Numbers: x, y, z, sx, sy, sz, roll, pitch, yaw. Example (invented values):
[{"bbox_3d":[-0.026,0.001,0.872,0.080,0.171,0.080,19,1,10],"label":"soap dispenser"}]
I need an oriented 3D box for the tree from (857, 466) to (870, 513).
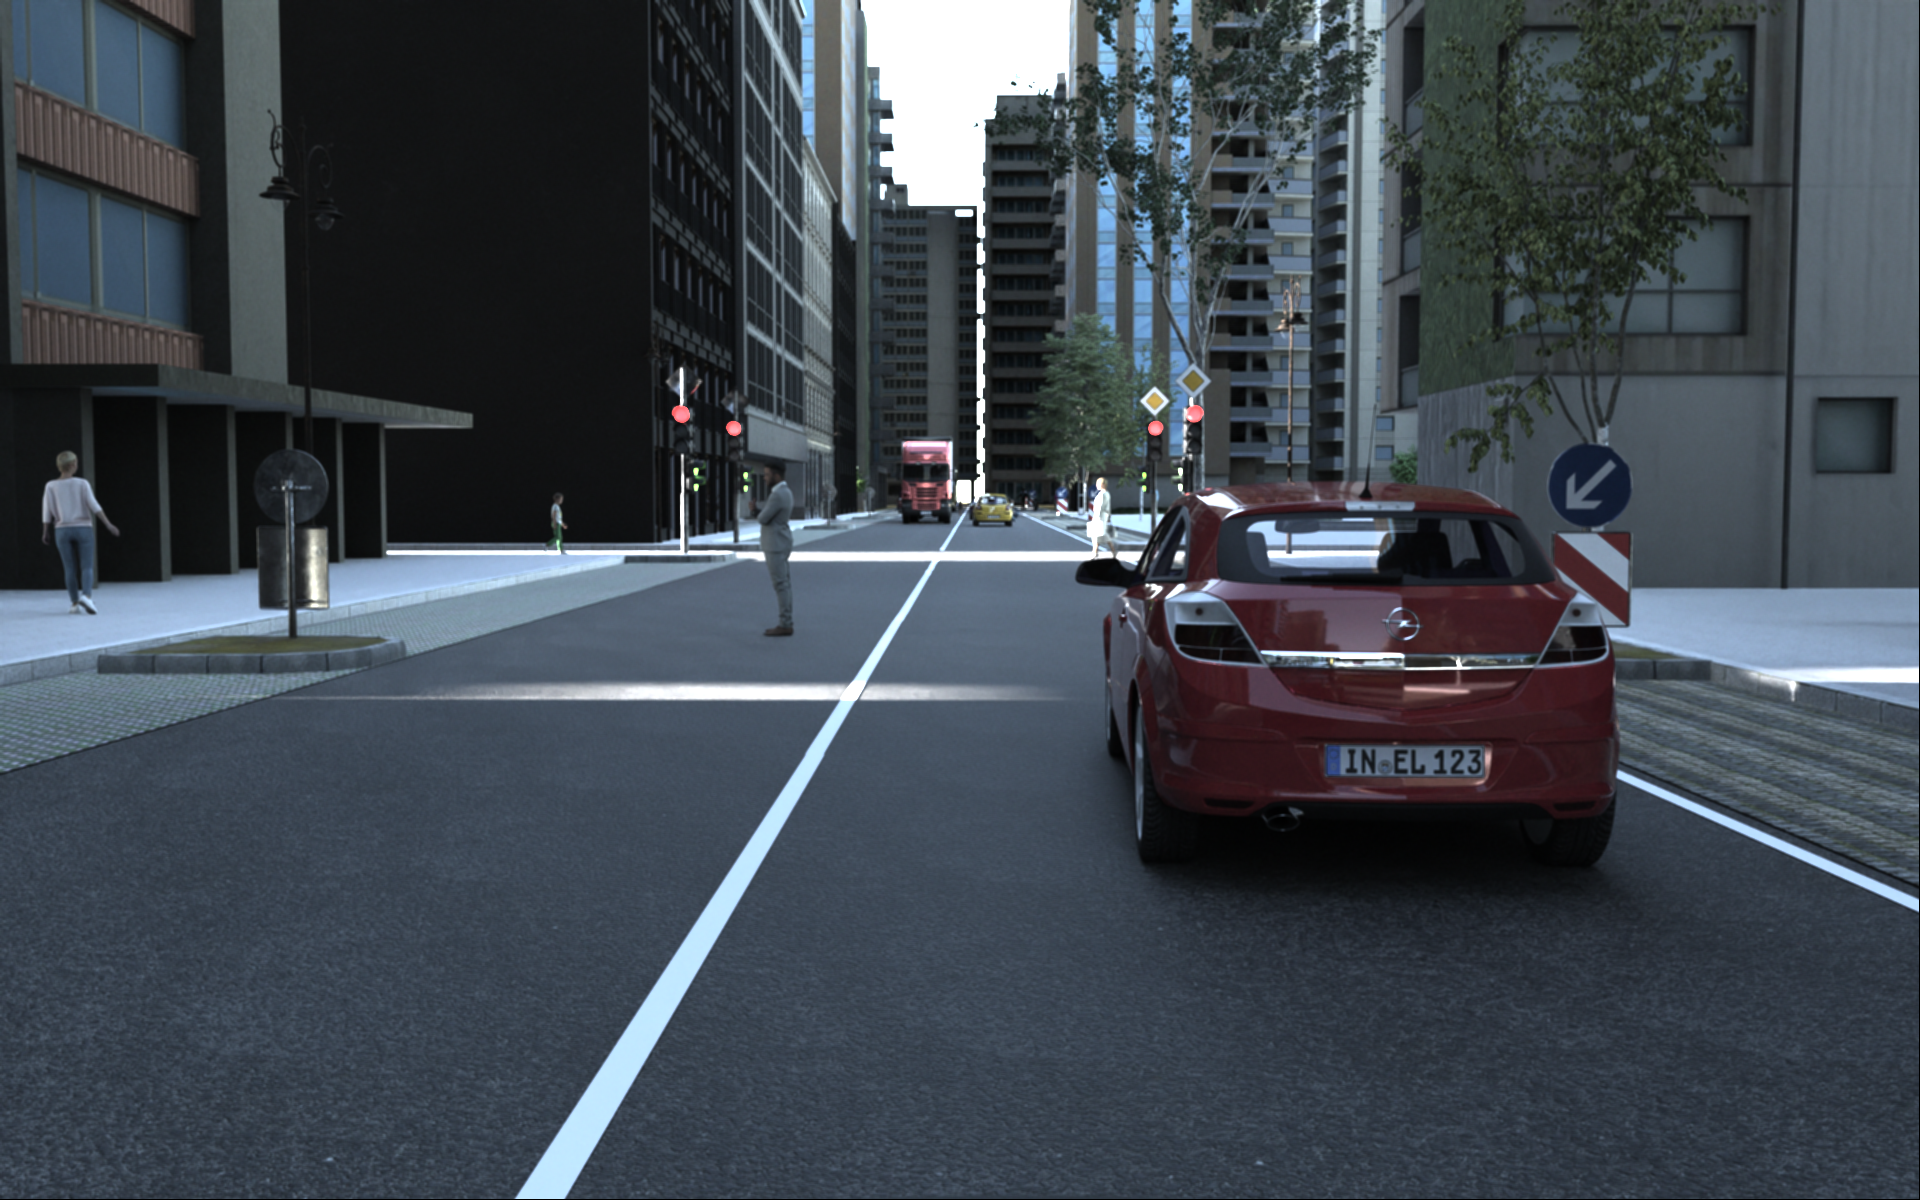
[{"bbox_3d":[-7.171,-7.689,120.320,1.663,3.219,1.824,0,3,0],"label":"tree"}]

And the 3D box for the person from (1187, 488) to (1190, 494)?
[{"bbox_3d":[10.855,-4.570,80.946,0.473,1.802,0.592,0,4,-2],"label":"person"}]

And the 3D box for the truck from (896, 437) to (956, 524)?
[{"bbox_3d":[-1.629,-6.012,87.217,2.839,4.237,11.283,0,4,0],"label":"truck"}]

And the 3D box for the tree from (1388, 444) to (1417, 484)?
[{"bbox_3d":[29.652,-7.932,113.396,4.285,4.588,4.351,0,3,0],"label":"tree"}]

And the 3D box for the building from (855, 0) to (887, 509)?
[{"bbox_3d":[-17.216,-44.059,158.622,20.563,71.187,20.611,0,4,1],"label":"building"}]

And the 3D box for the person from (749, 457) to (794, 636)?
[{"bbox_3d":[-1.920,-0.549,17.659,0.466,1.800,0.511,-1,4,-11],"label":"person"}]

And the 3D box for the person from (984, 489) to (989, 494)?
[{"bbox_3d":[2.031,-7.301,128.012,1.348,1.807,0.705,3,5,43],"label":"person"}]

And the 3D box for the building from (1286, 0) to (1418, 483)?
[{"bbox_3d":[51.438,-39.300,184.557,28.212,58.520,21.231,0,4,1],"label":"building"}]

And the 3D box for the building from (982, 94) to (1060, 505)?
[{"bbox_3d":[13.467,-36.077,213.558,21.600,48.544,21.300,0,4,1],"label":"building"}]

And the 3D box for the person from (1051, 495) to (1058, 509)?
[{"bbox_3d":[8.065,-8.296,144.905,0.991,1.433,0.599,1,4,9],"label":"person"}]

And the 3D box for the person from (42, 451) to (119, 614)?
[{"bbox_3d":[-9.413,-0.724,18.556,0.731,1.740,0.598,-2,4,-29],"label":"person"}]

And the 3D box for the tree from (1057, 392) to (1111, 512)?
[{"bbox_3d":[8.633,-10.395,120.315,4.360,8.622,3.978,0,3,0],"label":"tree"}]

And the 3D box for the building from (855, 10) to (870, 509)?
[{"bbox_3d":[-14.899,-28.044,142.117,14.154,41.232,14.086,0,4,1],"label":"building"}]

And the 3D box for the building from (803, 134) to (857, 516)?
[{"bbox_3d":[-13.327,-17.198,110.869,12.332,23.373,15.834,0,4,1],"label":"building"}]

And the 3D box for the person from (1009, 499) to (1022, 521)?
[{"bbox_3d":[2.863,-4.682,90.553,0.738,1.151,1.012,3,5,42],"label":"person"}]

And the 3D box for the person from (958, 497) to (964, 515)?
[{"bbox_3d":[0.075,-6.335,116.743,0.373,1.253,0.362,-1,4,-15],"label":"person"}]

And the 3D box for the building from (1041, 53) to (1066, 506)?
[{"bbox_3d":[20.685,-34.297,180.369,23.786,49.044,30.456,0,4,1],"label":"building"}]

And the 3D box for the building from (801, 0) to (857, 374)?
[{"bbox_3d":[-15.027,-29.196,127.468,14.600,45.320,14.200,0,4,1],"label":"building"}]

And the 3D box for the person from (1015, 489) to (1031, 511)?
[{"bbox_3d":[5.206,-8.201,142.212,1.348,1.869,0.705,1,4,13],"label":"person"}]

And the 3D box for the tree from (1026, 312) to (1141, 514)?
[{"bbox_3d":[8.009,-11.632,108.314,7.486,12.596,7.792,0,3,0],"label":"tree"}]

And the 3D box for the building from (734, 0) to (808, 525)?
[{"bbox_3d":[-14.576,-17.035,72.026,14.314,27.812,24.014,0,4,1],"label":"building"}]

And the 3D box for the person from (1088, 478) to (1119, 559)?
[{"bbox_3d":[3.137,-1.776,37.890,0.624,1.780,0.694,2,4,35],"label":"person"}]

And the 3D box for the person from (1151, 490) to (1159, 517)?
[{"bbox_3d":[10.547,-5.348,93.828,0.601,1.785,0.444,-2,4,-31],"label":"person"}]

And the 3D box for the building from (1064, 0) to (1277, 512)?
[{"bbox_3d":[15.150,-29.294,129.074,14.600,45.320,14.200,0,4,1],"label":"building"}]

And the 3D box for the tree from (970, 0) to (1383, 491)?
[{"bbox_3d":[6.536,-12.342,57.677,12.611,20.169,13.585,0,3,0],"label":"tree"}]

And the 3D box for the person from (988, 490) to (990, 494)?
[{"bbox_3d":[2.670,-9.109,157.377,0.705,1.831,1.348,1,4,17],"label":"person"}]

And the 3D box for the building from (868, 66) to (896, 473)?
[{"bbox_3d":[-22.300,-34.548,184.471,30.456,49.044,23.786,0,4,1],"label":"building"}]

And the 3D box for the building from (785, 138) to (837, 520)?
[{"bbox_3d":[-12.217,-14.945,93.497,9.793,20.994,18.267,0,4,1],"label":"building"}]

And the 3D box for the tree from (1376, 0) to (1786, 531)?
[{"bbox_3d":[6.964,-4.202,19.067,4.737,8.622,4.395,0,3,0],"label":"tree"}]

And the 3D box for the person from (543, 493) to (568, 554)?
[{"bbox_3d":[-8.651,-1.634,37.002,0.590,1.304,0.306,-2,4,-34],"label":"person"}]

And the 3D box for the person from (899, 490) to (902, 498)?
[{"bbox_3d":[-6.519,-11.325,191.650,0.568,1.767,0.683,-3,5,-43],"label":"person"}]

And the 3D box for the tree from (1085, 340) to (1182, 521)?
[{"bbox_3d":[8.366,-8.042,81.841,4.737,8.622,4.395,0,3,0],"label":"tree"}]

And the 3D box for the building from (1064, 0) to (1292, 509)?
[{"bbox_3d":[19.645,-37.193,150.096,21.231,58.520,28.212,0,4,1],"label":"building"}]

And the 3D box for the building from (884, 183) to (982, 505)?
[{"bbox_3d":[-9.278,-32.249,219.149,23.993,40.220,32.217,0,4,1],"label":"building"}]
